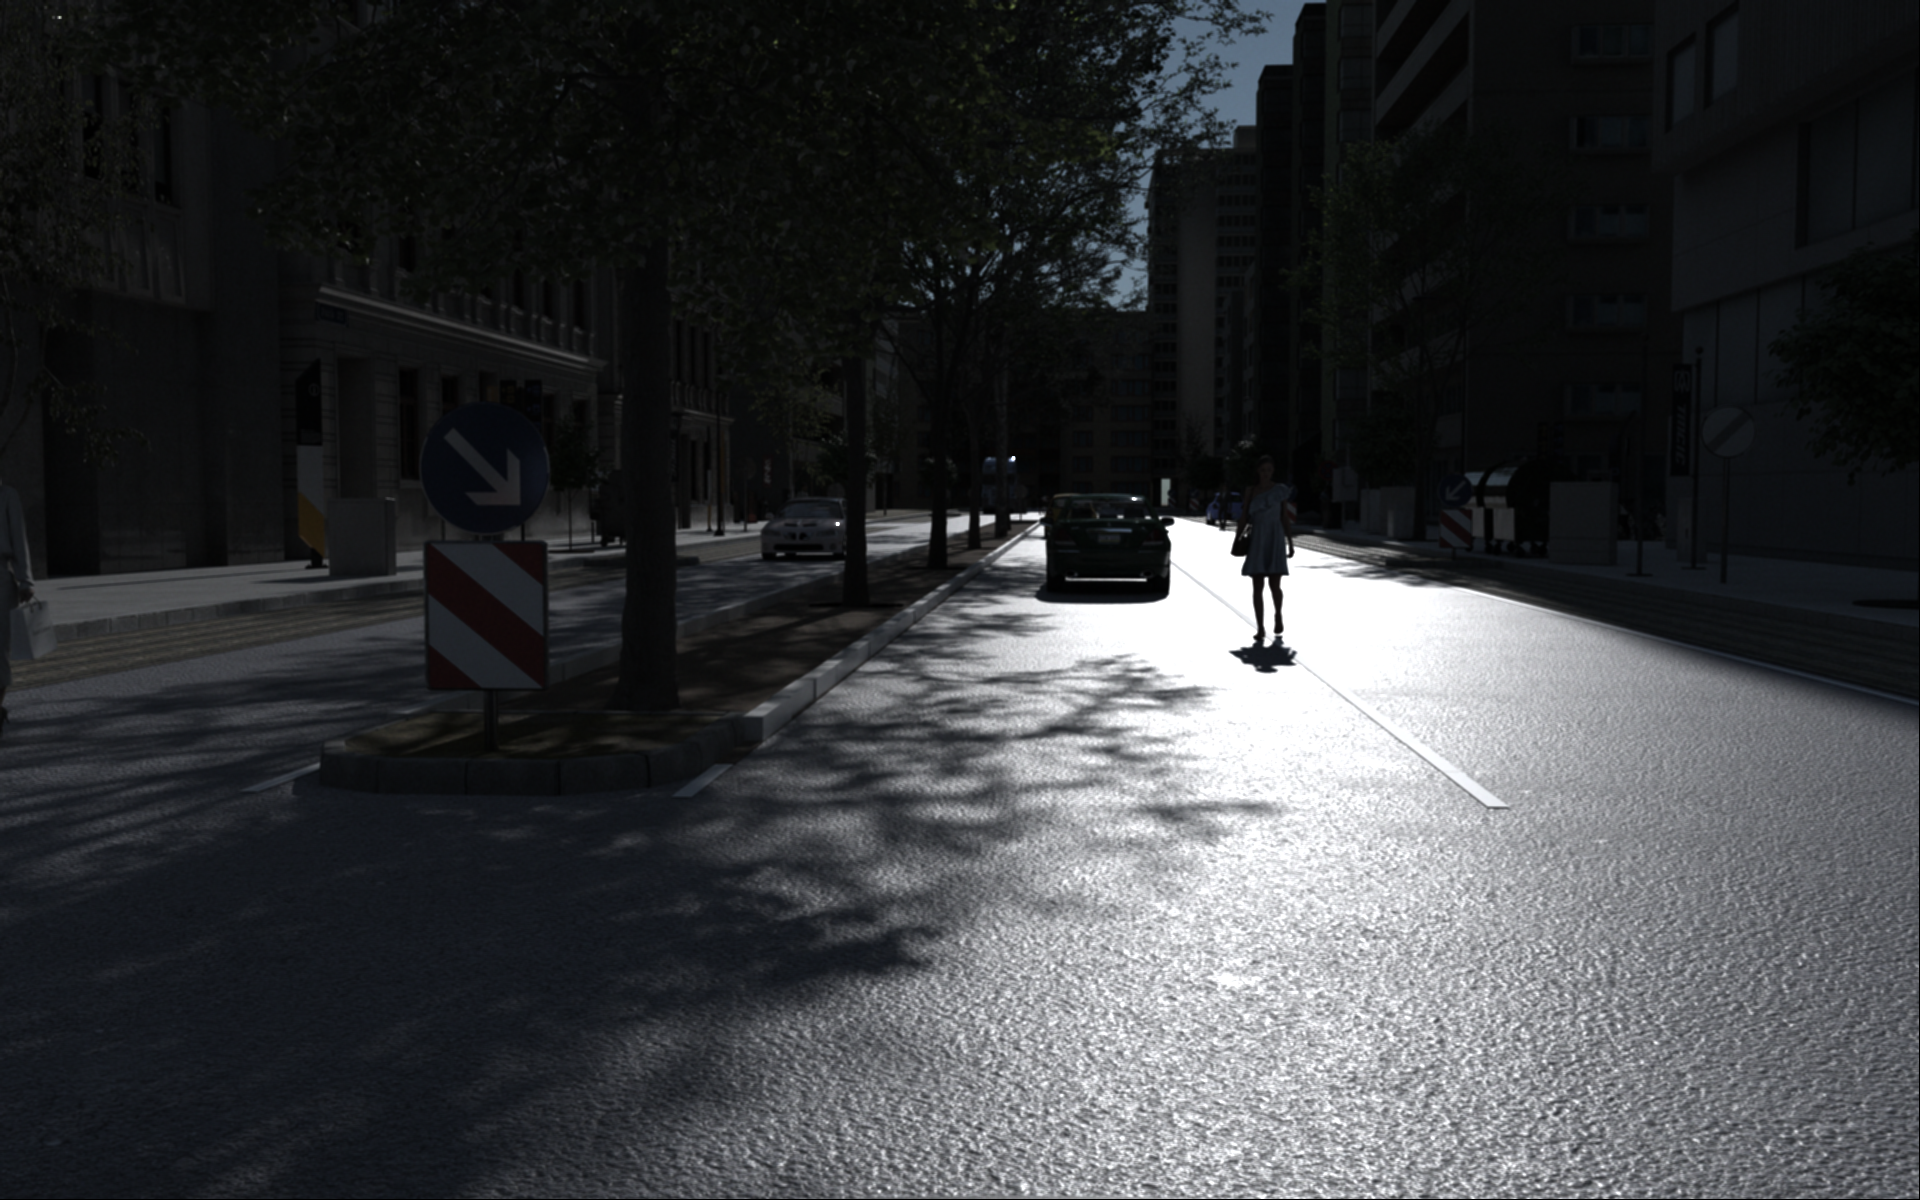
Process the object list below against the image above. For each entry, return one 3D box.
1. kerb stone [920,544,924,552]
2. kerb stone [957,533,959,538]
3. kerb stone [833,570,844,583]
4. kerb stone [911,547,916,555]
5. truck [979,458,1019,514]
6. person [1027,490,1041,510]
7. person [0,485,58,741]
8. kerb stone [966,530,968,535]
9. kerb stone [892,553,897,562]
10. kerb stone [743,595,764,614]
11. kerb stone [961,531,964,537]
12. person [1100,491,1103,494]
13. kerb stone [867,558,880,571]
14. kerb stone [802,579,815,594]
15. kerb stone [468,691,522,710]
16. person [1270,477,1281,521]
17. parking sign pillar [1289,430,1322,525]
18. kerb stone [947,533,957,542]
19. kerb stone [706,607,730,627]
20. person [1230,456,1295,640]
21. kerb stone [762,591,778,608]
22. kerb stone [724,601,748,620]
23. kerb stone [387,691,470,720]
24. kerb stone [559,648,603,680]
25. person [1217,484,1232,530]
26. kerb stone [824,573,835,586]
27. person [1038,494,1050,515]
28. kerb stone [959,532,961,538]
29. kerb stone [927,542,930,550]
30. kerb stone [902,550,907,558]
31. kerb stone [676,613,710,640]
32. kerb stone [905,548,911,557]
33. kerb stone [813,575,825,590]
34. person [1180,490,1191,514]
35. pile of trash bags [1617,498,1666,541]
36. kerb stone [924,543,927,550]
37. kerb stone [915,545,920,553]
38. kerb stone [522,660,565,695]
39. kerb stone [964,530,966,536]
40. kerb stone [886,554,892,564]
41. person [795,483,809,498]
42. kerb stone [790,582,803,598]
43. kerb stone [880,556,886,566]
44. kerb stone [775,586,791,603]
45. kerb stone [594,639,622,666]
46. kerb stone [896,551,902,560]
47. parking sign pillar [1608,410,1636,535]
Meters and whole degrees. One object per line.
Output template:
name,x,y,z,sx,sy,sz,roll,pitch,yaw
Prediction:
kerb stone,-1.056,-1.226,42.340,0.120,0.150,1.000,0,4,4
kerb stone,-0.202,-1.983,54.620,0.120,0.150,1.000,0,4,4
kerb stone,-2.049,-0.351,28.023,0.120,0.150,1.000,0,4,4
kerb stone,-1.198,-1.106,40.285,0.120,0.150,1.000,0,4,4
truck,3.303,-8.807,133.756,2.967,4.110,18.799,0,4,3
person,6.789,-9.195,158.926,1.348,1.812,0.705,0,4,-1
person,-5.443,-0.054,9.734,0.694,1.780,0.624,0,4,5
kerb stone,0.093,-2.233,58.709,0.120,0.150,1.000,0,4,4
kerb stone,-1.483,-0.856,36.196,0.120,0.150,1.000,0,4,4
kerb stone,-2.550,0.081,20.878,0.120,0.150,1.000,0,4,4
kerb stone,-0.054,-2.106,56.669,0.120,0.150,1.000,0,4,4
person,12.623,-8.966,155.915,0.721,1.723,1.217,-1,4,-22
kerb stone,-1.698,-0.665,33.131,0.120,0.150,1.000,0,4,4
kerb stone,-2.261,-0.169,24.960,0.120,0.150,1.000,0,4,4
kerb stone,-3.190,0.644,11.672,0.120,0.150,1.000,0,4,4
person,7.135,-1.907,39.704,0.581,1.822,0.654,2,4,24
parking sign pillar,14.490,-5.155,72.763,1.447,3.967,1.447,-1,4,-14
kerb stone,-0.272,-1.920,53.592,0.120,0.150,1.000,0,4,4
kerb stone,-2.696,0.210,18.838,0.120,0.150,1.000,0,4,4
person,3.019,-0.530,17.258,0.616,1.811,0.778,1,4,22
kerb stone,-2.478,0.018,21.900,0.120,0.150,1.000,0,4,4
kerb stone,-2.621,0.143,19.857,0.120,0.150,1.000,0,4,4
kerb stone,-3.261,0.707,10.641,0.120,0.150,1.000,0,4,4
kerb stone,-3.043,0.522,13.727,0.120,0.150,1.000,0,4,4
person,10.624,-3.737,69.567,0.622,1.834,0.822,1,4,19
kerb stone,-2.125,-0.294,27.000,0.120,0.150,1.000,0,4,4
person,5.839,-6.637,120.198,0.799,1.438,0.628,-2,4,-33
kerb stone,-0.132,-2.046,55.650,0.120,0.150,1.000,0,4,4
kerb stone,-0.904,-1.358,44.391,0.120,0.150,1.000,0,4,4
kerb stone,-1.341,-0.978,38.235,0.120,0.150,1.000,0,4,4
kerb stone,-2.763,0.268,17.817,0.120,0.150,1.000,0,4,4
kerb stone,-1.266,-1.043,39.256,0.120,0.150,1.000,0,4,4
kerb stone,-2.193,-0.231,25.980,0.120,0.150,1.000,0,4,4
person,15.346,-6.565,116.560,1.217,1.735,0.721,-2,4,-27
pile of trash bags,18.413,-2.386,48.766,1.912,1.369,3.447,-3,5,-41
kerb stone,-0.988,-1.294,43.360,0.120,0.150,1.000,0,4,4
kerb stone,-1.130,-1.169,41.305,0.120,0.150,1.000,0,4,4
kerb stone,-3.123,0.581,12.698,0.120,0.150,1.000,0,4,4
kerb stone,0.011,-2.168,57.690,0.120,0.150,1.000,0,4,4
kerb stone,-1.556,-0.793,35.170,0.120,0.150,1.000,0,4,4
person,-5.271,-3.011,58.006,0.850,1.792,0.678,3,4,38
kerb stone,-2.341,-0.107,23.941,0.120,0.150,1.000,0,4,4
kerb stone,-1.627,-0.728,34.151,0.120,0.150,1.000,0,4,4
kerb stone,-2.411,-0.044,22.921,0.120,0.150,1.000,0,4,4
kerb stone,-2.977,0.455,14.753,0.120,0.150,1.000,0,4,4
kerb stone,-1.411,-0.919,37.215,0.120,0.150,1.000,0,4,4
parking sign pillar,21.094,-4.082,55.219,1.447,3.967,1.447,3,5,40
